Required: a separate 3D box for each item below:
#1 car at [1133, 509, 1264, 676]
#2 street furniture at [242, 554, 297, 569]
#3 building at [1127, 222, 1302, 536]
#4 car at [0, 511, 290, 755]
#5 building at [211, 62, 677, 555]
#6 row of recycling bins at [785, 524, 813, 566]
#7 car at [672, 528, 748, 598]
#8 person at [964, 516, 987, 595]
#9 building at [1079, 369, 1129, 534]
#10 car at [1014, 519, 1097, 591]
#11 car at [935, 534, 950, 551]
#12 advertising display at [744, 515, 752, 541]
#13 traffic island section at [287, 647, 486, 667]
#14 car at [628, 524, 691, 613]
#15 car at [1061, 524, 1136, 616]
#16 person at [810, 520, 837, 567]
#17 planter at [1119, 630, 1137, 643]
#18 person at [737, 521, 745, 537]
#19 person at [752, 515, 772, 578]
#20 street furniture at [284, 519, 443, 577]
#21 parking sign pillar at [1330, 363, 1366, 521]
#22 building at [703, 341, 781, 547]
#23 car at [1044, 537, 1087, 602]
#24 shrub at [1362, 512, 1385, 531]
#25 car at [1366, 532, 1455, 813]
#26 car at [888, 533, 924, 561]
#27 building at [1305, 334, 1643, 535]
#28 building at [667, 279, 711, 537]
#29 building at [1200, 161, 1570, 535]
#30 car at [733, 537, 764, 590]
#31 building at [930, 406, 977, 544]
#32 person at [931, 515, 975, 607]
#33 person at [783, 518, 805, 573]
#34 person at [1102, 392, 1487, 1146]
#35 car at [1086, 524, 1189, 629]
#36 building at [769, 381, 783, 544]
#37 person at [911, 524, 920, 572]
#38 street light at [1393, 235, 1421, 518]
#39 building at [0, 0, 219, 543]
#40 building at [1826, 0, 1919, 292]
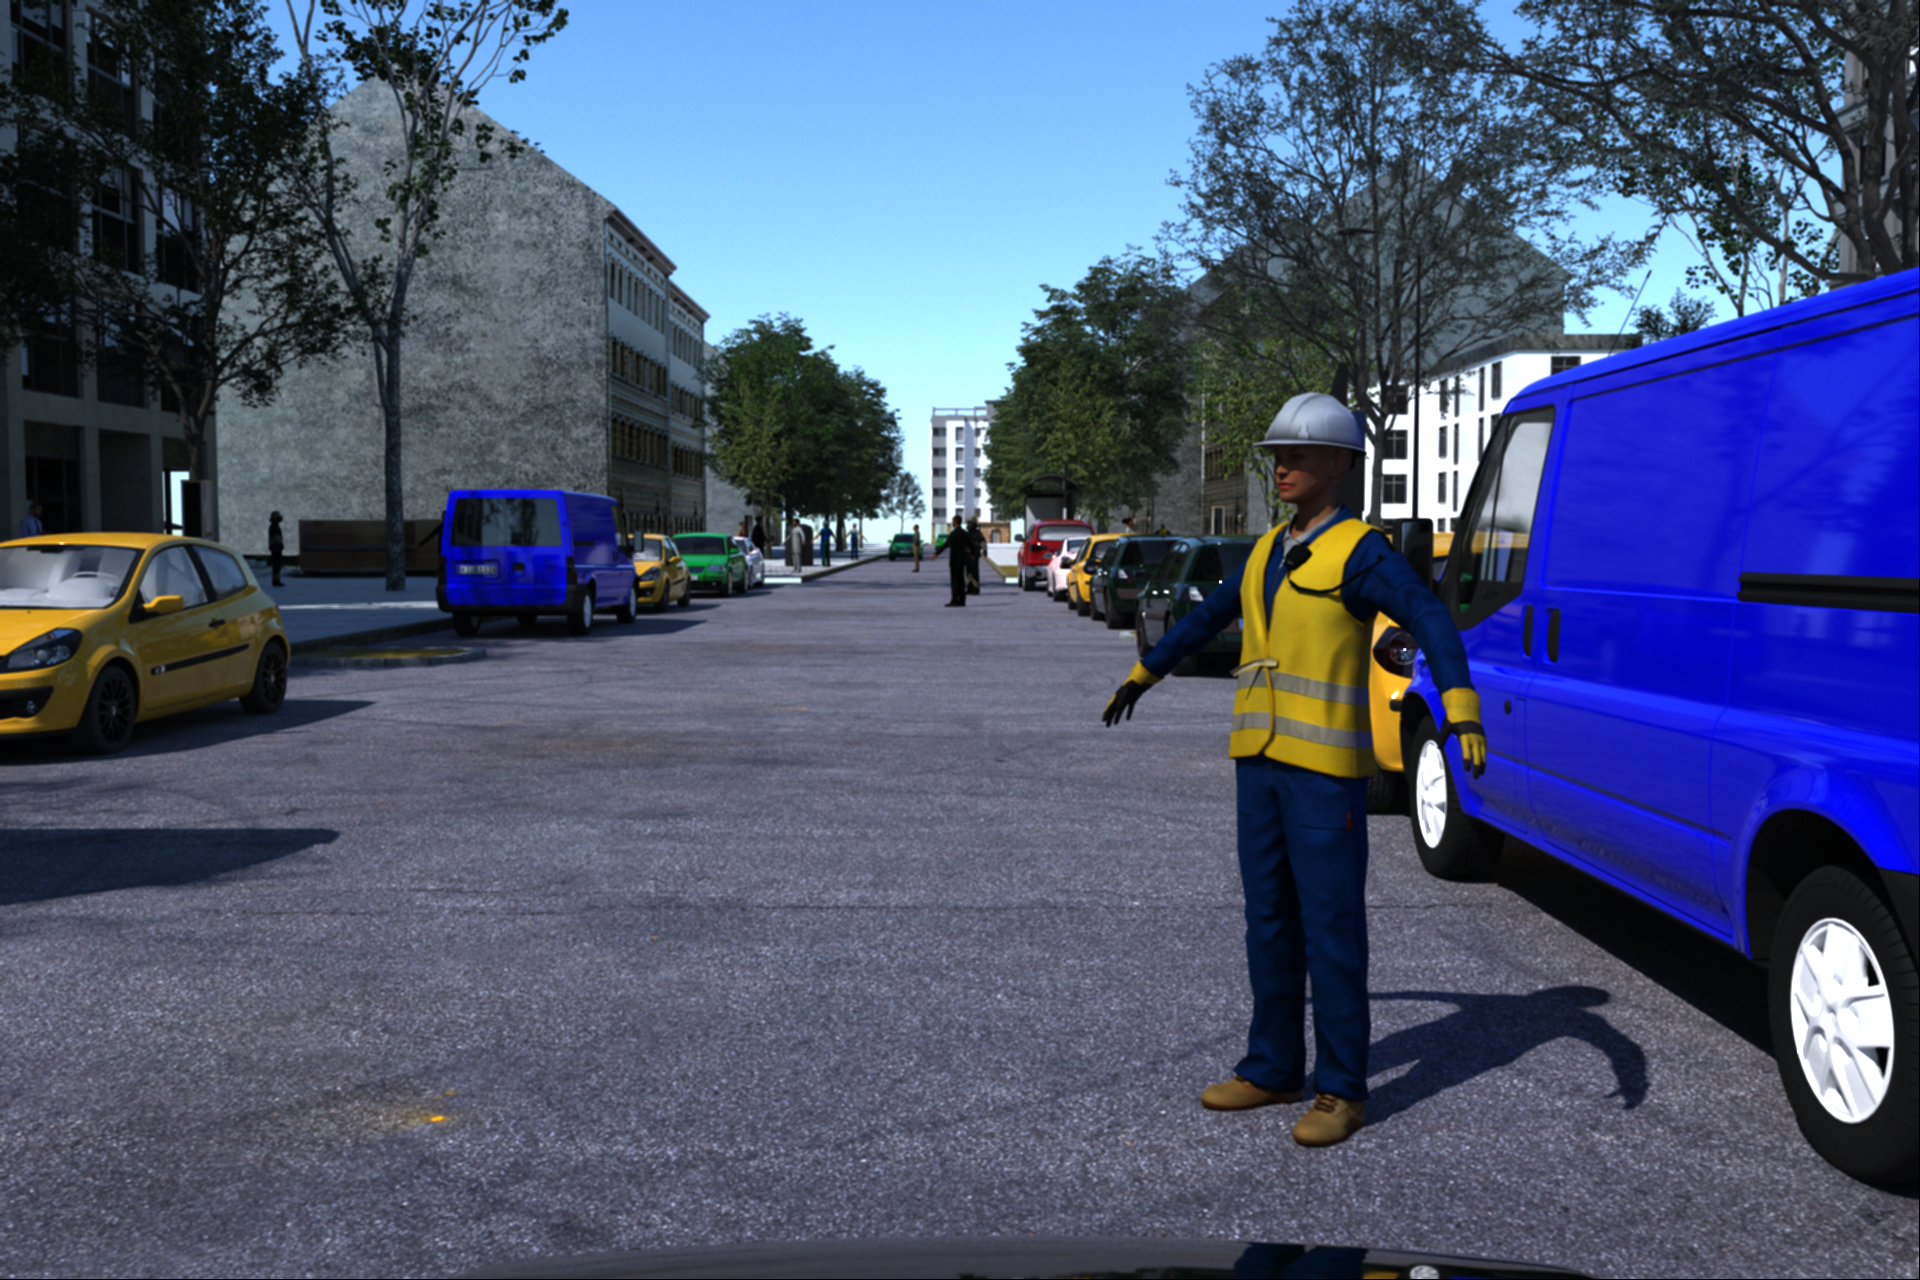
[{"bbox_3d":[2.946,-0.556,18.881,2.009,1.686,4.222,0,4,-1],"label":"car"},{"bbox_3d":[-27.955,-3.091,66.162,5.734,0.657,10.072,1,4,12],"label":"street furniture"},{"bbox_3d":[22.677,-18.227,128.947,19.493,23.208,18.063,0,4,0],"label":"building"},{"bbox_3d":[-6.335,-0.137,12.466,2.015,1.641,3.980,0,4,0],"label":"car"},{"bbox_3d":[-25.656,-15.787,89.045,19.493,23.208,18.063,0,4,0],"label":"building"},{"bbox_3d":[-6.503,-3.874,70.446,1.069,1.692,3.534,0,4,0],"label":"row of recycling bins"},{"bbox_3d":[-6.039,-1.933,40.405,1.959,1.807,4.718,0,4,0],"label":"car"},{"bbox_3d":[0.270,-1.987,40.727,0.705,1.856,1.354,-3,4,-36],"label":"person"},{"bbox_3d":[23.858,-22.672,201.607,19.493,23.208,18.063,0,3,0],"label":"building"},{"bbox_3d":[2.578,-2.218,44.945,2.281,1.827,5.304,0,4,0],"label":"car"},{"bbox_3d":[-1.285,-8.678,150.686,1.959,1.807,4.718,0,4,-1],"label":"car"},{"bbox_3d":[-7.163,-3.270,58.684,0.123,1.923,0.974,0,4,2],"label":"advertising display"},{"bbox_3d":[-6.521,0.193,19.708,1.991,0.108,1.994,0,4,1],"label":"traffic island section"},{"bbox_3d":[-6.186,-1.378,32.754,2.015,1.641,3.980,0,4,0],"label":"car"},{"bbox_3d":[2.887,-1.309,31.625,2.015,1.641,3.980,0,3,0],"label":"car"},{"bbox_3d":[-5.244,-3.736,67.214,0.704,1.817,1.347,3,5,43],"label":"person"},{"bbox_3d":[3.188,-0.143,23.478,1.991,0.319,1.994,0,4,-1],"label":"planter"},{"bbox_3d":[-7.530,-3.302,60.786,0.721,1.733,1.217,1,4,20],"label":"person"},{"bbox_3d":[-5.872,-2.750,50.902,0.705,1.837,1.347,-2,4,-27],"label":"person"},{"bbox_3d":[-17.067,-3.002,55.940,9.812,1.723,11.010,-1,4,-23],"label":"street furniture"},{"bbox_3d":[6.153,-2.416,27.966,1.447,3.967,1.447,0,4,0],"label":"parking sign pillar"},{"bbox_3d":[-29.233,-21.433,181.362,19.493,23.208,18.063,0,4,1],"label":"building"},{"bbox_3d":[2.903,-1.573,38.075,2.083,1.381,4.827,0,4,0],"label":"car"},{"bbox_3d":[14.623,-3.557,62.202,1.661,2.075,1.752,0,3,0],"label":"shrub"},{"bbox_3d":[2.828,-0.007,10.331,2.015,1.641,3.980,0,4,0],"label":"car"},{"bbox_3d":[-2.952,-5.271,94.970,1.959,1.807,4.718,0,3,0],"label":"car"},{"bbox_3d":[24.179,-8.851,86.857,9.099,9.664,28.070,0,4,0],"label":"building"},{"bbox_3d":[-26.955,-17.124,110.913,19.493,23.208,18.063,0,3,0],"label":"building"},{"bbox_3d":[26.059,-17.093,110.396,19.493,23.208,18.063,0,4,0],"label":"building"},{"bbox_3d":[-6.252,-2.039,45.698,2.083,1.381,4.827,0,4,0],"label":"car"},{"bbox_3d":[-4.044,-23.828,248.456,11.380,20.090,16.016,0,4,4],"label":"building"},{"bbox_3d":[-0.072,-1.562,34.225,0.704,1.802,1.346,3,4,38],"label":"person"},{"bbox_3d":[-5.466,-3.147,57.647,0.705,1.806,1.347,-3,4,-36],"label":"person"},{"bbox_3d":[0.778,0.290,4.184,0.721,1.772,1.216,-2,4,-35],"label":"person"},{"bbox_3d":[3.043,-1.083,27.499,2.009,1.686,4.222,0,4,-1],"label":"car"},{"bbox_3d":[-28.256,-21.893,214.369,16.016,20.090,11.380,0,3,0],"label":"building"},{"bbox_3d":[-1.674,-3.459,65.285,0.705,1.796,1.348,0,4,-1],"label":"person"},{"bbox_3d":[7.485,-3.290,26.334,1.470,5.913,1.316,0,3,0],"label":"street light"},{"bbox_3d":[-32.541,-14.238,35.986,19.351,26.588,34.151,0,3,0],"label":"building"},{"bbox_3d":[26.946,-11.663,37.365,8.464,21.280,15.925,0,4,0],"label":"building"}]
